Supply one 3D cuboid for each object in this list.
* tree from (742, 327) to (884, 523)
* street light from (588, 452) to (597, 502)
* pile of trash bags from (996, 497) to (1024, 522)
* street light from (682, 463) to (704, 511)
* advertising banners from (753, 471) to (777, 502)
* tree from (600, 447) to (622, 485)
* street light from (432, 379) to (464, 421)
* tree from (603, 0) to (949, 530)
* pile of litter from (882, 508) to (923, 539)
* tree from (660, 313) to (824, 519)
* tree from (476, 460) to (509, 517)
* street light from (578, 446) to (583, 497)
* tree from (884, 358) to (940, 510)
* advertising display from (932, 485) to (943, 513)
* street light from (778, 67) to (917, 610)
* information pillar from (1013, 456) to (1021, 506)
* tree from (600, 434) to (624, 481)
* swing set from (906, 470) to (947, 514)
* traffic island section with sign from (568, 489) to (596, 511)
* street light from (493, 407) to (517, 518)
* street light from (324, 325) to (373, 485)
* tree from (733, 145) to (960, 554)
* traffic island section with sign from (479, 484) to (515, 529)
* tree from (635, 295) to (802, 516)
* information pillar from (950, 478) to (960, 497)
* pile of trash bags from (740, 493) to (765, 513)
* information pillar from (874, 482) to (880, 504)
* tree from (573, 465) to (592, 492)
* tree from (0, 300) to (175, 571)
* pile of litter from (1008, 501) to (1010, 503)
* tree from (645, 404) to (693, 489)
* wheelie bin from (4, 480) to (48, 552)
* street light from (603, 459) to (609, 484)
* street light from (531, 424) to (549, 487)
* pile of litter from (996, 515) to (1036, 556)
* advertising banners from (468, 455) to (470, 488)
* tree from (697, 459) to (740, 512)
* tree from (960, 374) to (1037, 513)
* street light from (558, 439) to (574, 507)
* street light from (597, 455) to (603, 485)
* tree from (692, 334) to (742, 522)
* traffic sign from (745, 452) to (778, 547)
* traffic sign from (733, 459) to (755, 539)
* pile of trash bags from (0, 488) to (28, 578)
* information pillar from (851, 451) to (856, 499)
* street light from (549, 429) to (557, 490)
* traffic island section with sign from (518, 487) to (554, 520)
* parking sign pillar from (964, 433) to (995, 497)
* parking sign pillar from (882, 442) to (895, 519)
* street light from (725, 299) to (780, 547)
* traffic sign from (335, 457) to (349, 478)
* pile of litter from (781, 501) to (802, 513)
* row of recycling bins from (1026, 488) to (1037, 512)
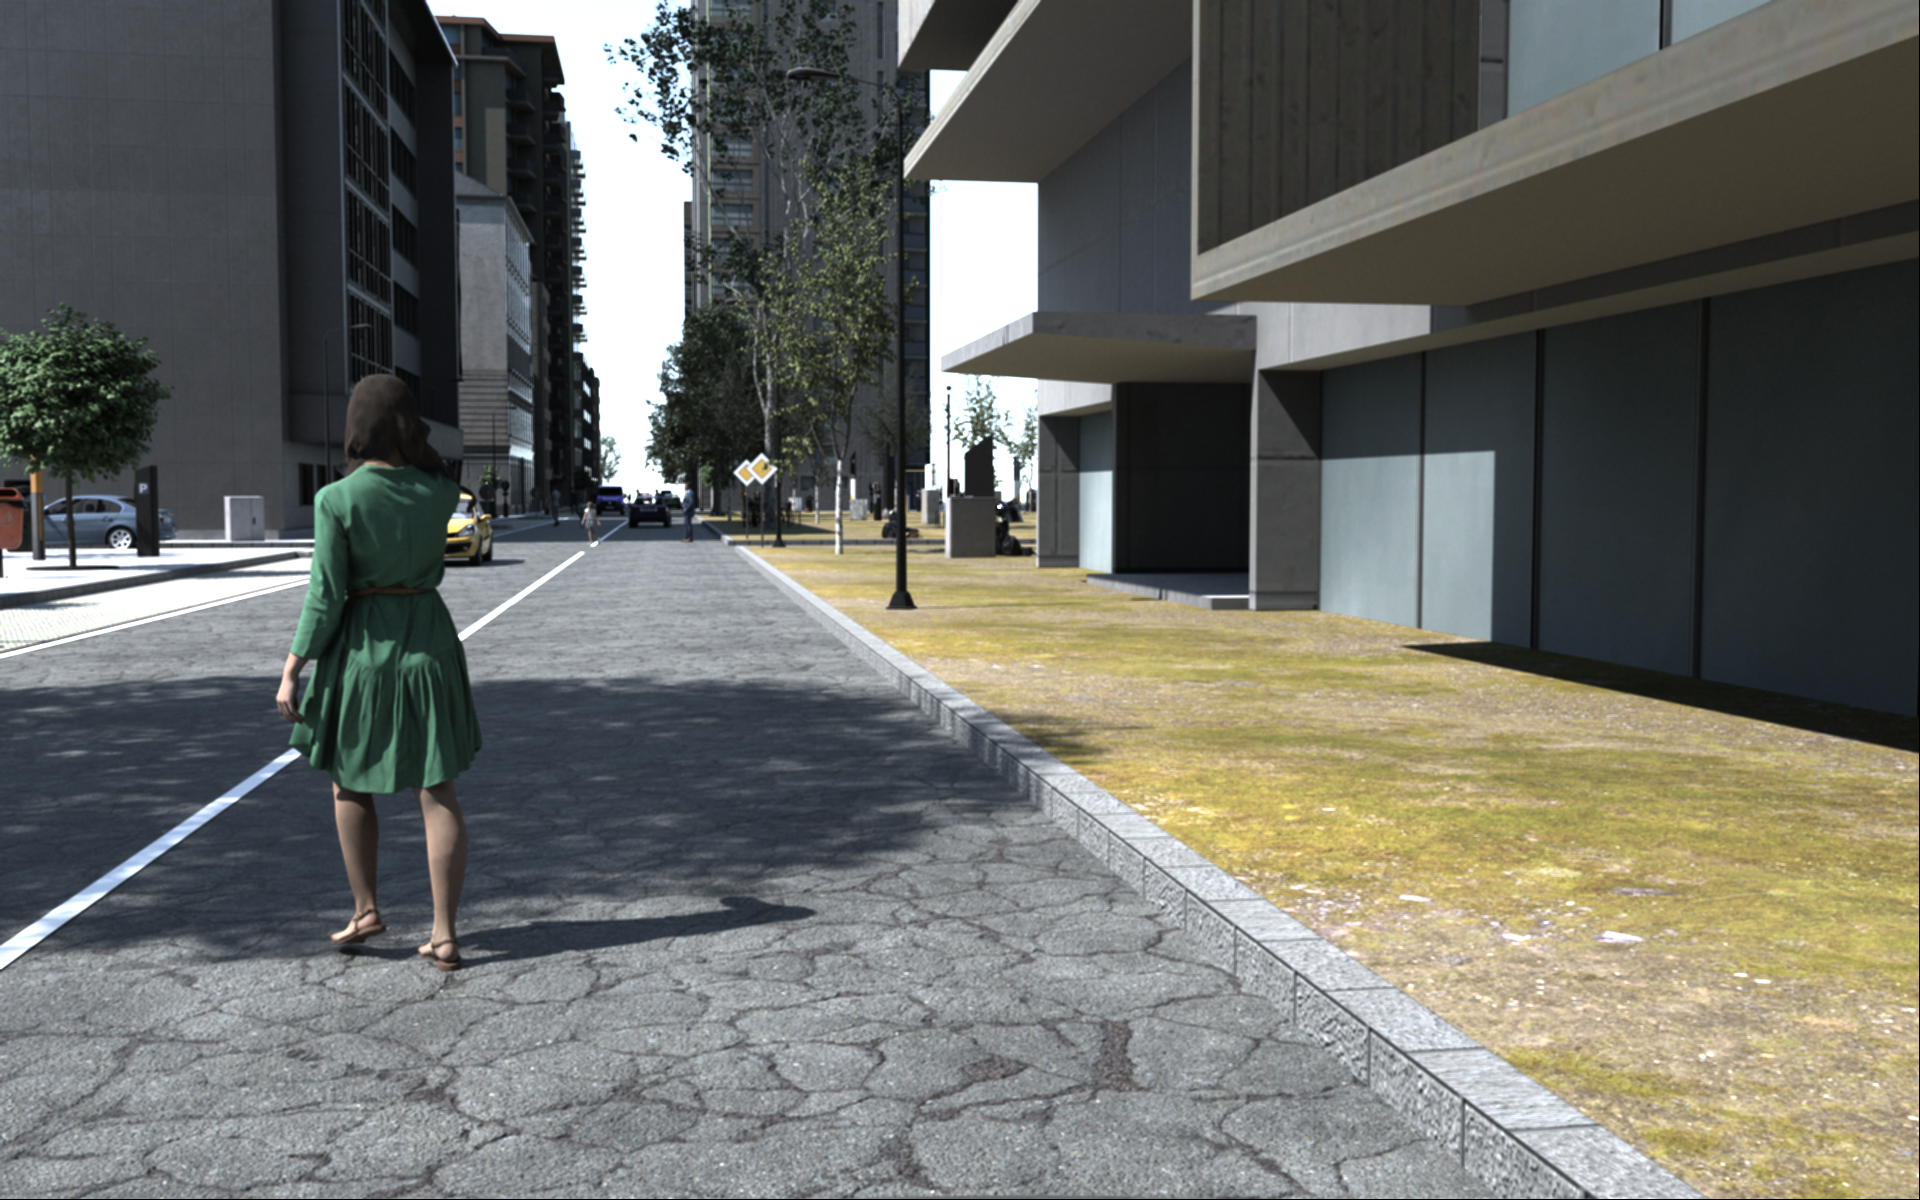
[{"bbox_3d":[-6.397,-7.644,75.348,4.360,8.622,3.978,0,3,0],"label":"tree"},{"bbox_3d":[-40.898,-13.307,190.115,1.470,5.913,1.316,-1,4,-10],"label":"street light"},{"bbox_3d":[1.379,-4.332,80.572,1.912,1.369,3.447,-3,5,-40],"label":"pile of trash bags"},{"bbox_3d":[-20.165,-9.716,131.391,1.470,5.913,1.316,-1,4,-10],"label":"street light"},{"bbox_3d":[-13.667,-7.733,122.620,2.074,3.025,0.090,1,4,18],"label":"advertising banners"},{"bbox_3d":[-54.542,-19.377,267.171,4.737,8.622,4.395,0,3,0],"label":"tree"},{"bbox_3d":[-20.620,-5.943,69.702,1.470,5.913,1.316,-1,4,-10],"label":"street light"},{"bbox_3d":[-5.560,-12.644,62.624,12.611,20.169,13.585,0,3,0],"label":"tree"},{"bbox_3d":[-1.625,-2.234,50.497,1.176,0.858,1.719,3,4,38],"label":"pile of litter"},{"bbox_3d":[-11.116,-9.444,88.818,8.767,10.594,7.601,-1,4,-9],"label":"tree"},{"bbox_3d":[-26.889,-6.377,98.872,1.663,3.219,1.824,0,3,0],"label":"tree"},{"bbox_3d":[-37.208,-11.948,167.885,1.470,5.913,1.316,-1,4,-10],"label":"street light"},{"bbox_3d":[-3.250,-8.823,94.618,4.360,8.622,3.978,0,3,0],"label":"tree"},{"bbox_3d":[-1.532,-6.889,117.853,0.123,1.923,0.974,-3,5,-42],"label":"advertising display"},{"bbox_3d":[-1.190,-2.849,19.127,1.470,5.913,1.316,-1,4,-10],"label":"street light"},{"bbox_3d":[3.482,-7.032,106.320,0.504,3.616,0.183,-2,4,-32],"label":"information pillar"},{"bbox_3d":[-57.687,-21.573,278.467,9.928,11.665,9.643,0,3,0],"label":"tree"},{"bbox_3d":[-2.344,-7.162,114.714,3.119,2.851,2.862,0,4,-5],"label":"swing set"},{"bbox_3d":[-32.054,-8.422,146.331,1.989,1.847,2.006,-1,4,-10],"label":"traffic island section with sign"},{"bbox_3d":[-24.226,-7.316,92.165,1.470,5.913,1.316,-1,4,-10],"label":"street light"},{"bbox_3d":[-16.782,-4.584,47.497,1.470,5.913,1.316,-1,4,-10],"label":"street light"},{"bbox_3d":[-2.669,-5.301,37.027,4.737,8.622,4.395,0,3,0],"label":"tree"},{"bbox_3d":[-19.222,-3.788,70.561,1.989,1.847,2.006,-1,4,-10],"label":"traffic island section with sign"},{"bbox_3d":[-13.999,-11.205,100.202,9.611,12.733,9.660,0,3,0],"label":"tree"},{"bbox_3d":[-0.280,-4.625,80.110,0.304,2.012,0.304,2,4,35],"label":"information pillar"},{"bbox_3d":[-14.205,-6.715,119.543,1.912,1.369,3.447,-3,4,-37],"label":"pile of trash bags"},{"bbox_3d":[-5.242,-6.437,109.733,0.304,2.012,0.304,3,4,38],"label":"information pillar"},{"bbox_3d":[-43.349,-13.045,196.991,4.285,4.588,4.351,0,3,0],"label":"tree"},{"bbox_3d":[-15.175,-2.809,29.642,4.285,4.588,4.351,0,3,0],"label":"tree"},{"bbox_3d":[3.227,-6.462,119.623,1.176,0.858,1.719,1,4,16],"label":"pile of litter"},{"bbox_3d":[-32.446,-18.382,207.195,9.857,13.997,8.962,0,3,0],"label":"tree"},{"bbox_3d":[-20.737,-1.862,38.346,0.980,1.594,0.693,-2,4,-27],"label":"wheelie bin"},{"bbox_3d":[-47.197,-15.575,227.185,1.470,5.913,1.316,-1,4,-10],"label":"street light"},{"bbox_3d":[-28.124,-8.674,114.360,1.470,5.913,1.316,-1,4,-10],"label":"street light"},{"bbox_3d":[0.933,-1.376,36.462,1.176,0.858,1.719,-3,4,-37],"label":"pile of litter"},{"bbox_3d":[-21.739,-4.926,76.725,0.090,3.025,2.074,-1,4,-16],"label":"advertising banners"},{"bbox_3d":[-17.436,-8.699,125.934,4.285,4.588,4.351,0,3,0],"label":"tree"},{"bbox_3d":[0.971,-8.441,88.374,4.737,8.622,4.395,0,3,0],"label":"tree"},{"bbox_3d":[-33.360,-10.578,145.490,1.470,5.913,1.316,-1,4,-10],"label":"street light"},{"bbox_3d":[-43.377,-14.216,204.977,1.470,5.913,1.316,-1,4,-10],"label":"street light"},{"bbox_3d":[-10.614,-7.964,80.578,4.360,8.622,3.978,0,3,0],"label":"tree"},{"bbox_3d":[-4.754,-2.321,41.590,0.795,2.450,0.064,-1,4,-10],"label":"traffic sign"},{"bbox_3d":[-6.087,-2.803,49.464,0.795,2.450,0.064,-1,4,-10],"label":"traffic sign"},{"bbox_3d":[-15.571,-0.956,25.378,3.447,1.369,1.912,-3,5,-41],"label":"pile of trash bags"},{"bbox_3d":[-5.794,-6.293,94.252,0.183,3.616,0.504,-2,4,-32],"label":"information pillar"},{"bbox_3d":[-29.598,-9.219,123.272,1.470,5.913,1.316,-1,4,-10],"label":"street light"},{"bbox_3d":[-23.708,-5.414,97.141,1.989,1.847,2.006,-1,4,-10],"label":"traffic island section with sign"},{"bbox_3d":[0.861,-5.409,76.902,1.447,3.967,1.447,1,4,14],"label":"parking sign pillar"},{"bbox_3d":[-3.678,-6.191,89.695,1.447,3.967,1.447,-1,4,-11],"label":"parking sign pillar"},{"bbox_3d":[-4.903,-4.219,41.517,1.470,5.913,1.316,-1,4,-10],"label":"street light"},{"bbox_3d":[-14.020,-2.227,40.048,0.795,2.450,0.064,-1,4,-10],"label":"traffic sign"},{"bbox_3d":[-11.456,-6.314,117.195,1.719,0.858,1.176,-1,4,-14],"label":"pile of litter"},{"bbox_3d":[5.864,-7.234,125.389,1.069,1.692,3.534,-2,4,-26],"label":"row of recycling bins"}]
